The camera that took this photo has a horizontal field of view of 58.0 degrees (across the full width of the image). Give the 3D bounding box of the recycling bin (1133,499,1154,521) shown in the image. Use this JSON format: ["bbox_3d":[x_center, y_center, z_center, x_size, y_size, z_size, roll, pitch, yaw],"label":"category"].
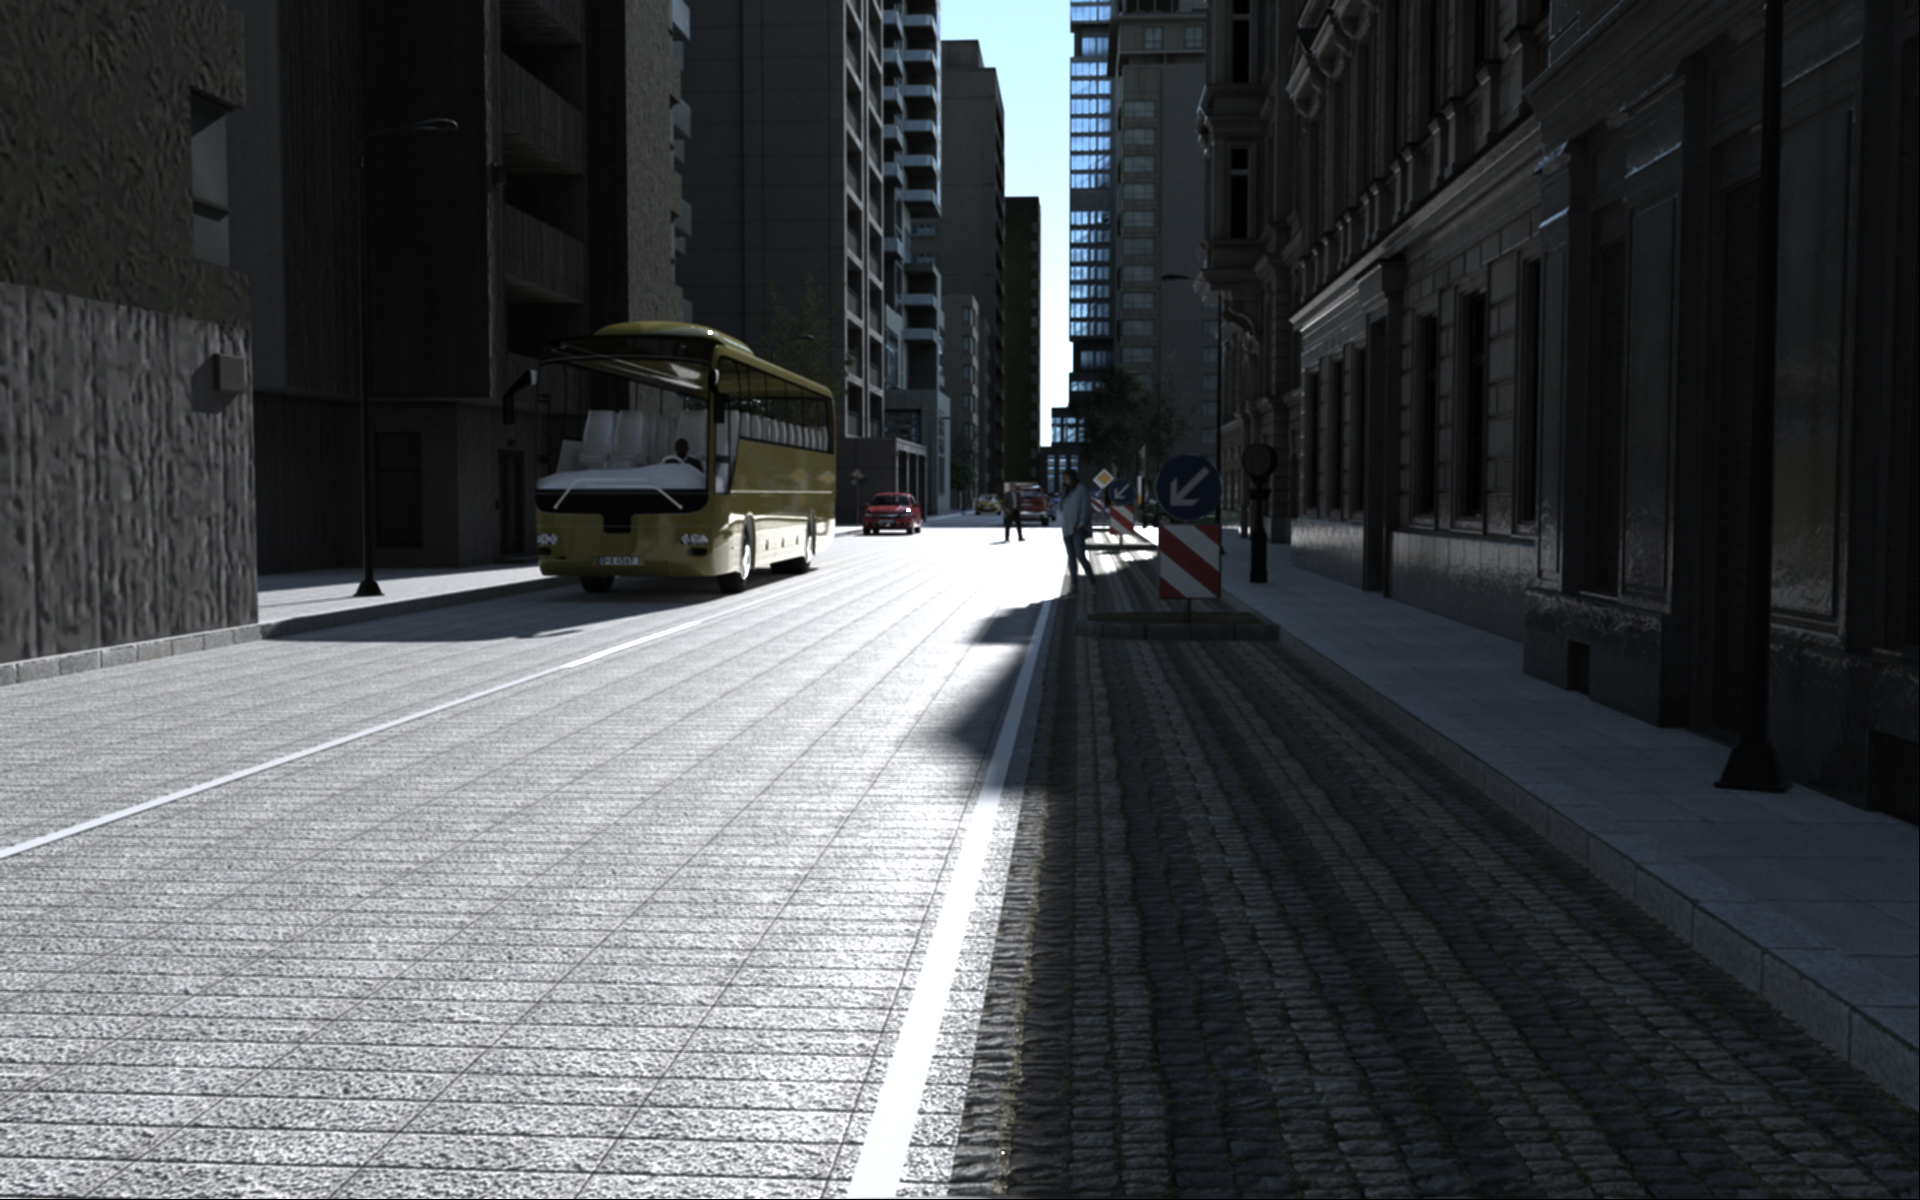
[{"bbox_3d":[8.624,-4.213,81.443,0.722,1.027,0.722,-3,5,-39],"label":"recycling bin"}]

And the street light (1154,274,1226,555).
[{"bbox_3d":[4.945,-3.926,36.732,1.470,5.913,1.316,0,4,4],"label":"street light"}]

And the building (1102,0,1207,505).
[{"bbox_3d":[27.981,-47.336,212.193,20.563,71.187,20.611,0,4,4],"label":"building"}]

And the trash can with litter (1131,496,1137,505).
[{"bbox_3d":[10.419,-5.498,101.282,0.624,1.170,1.055,-1,4,-18],"label":"trash can with litter"}]

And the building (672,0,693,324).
[{"bbox_3d":[-25.196,-26.808,57.921,30.456,49.044,23.786,0,4,4],"label":"building"}]

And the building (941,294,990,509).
[{"bbox_3d":[-11.697,-19.611,165.674,27.650,21.520,28.899,0,4,4],"label":"building"}]

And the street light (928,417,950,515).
[{"bbox_3d":[-1.274,-8.080,104.649,1.470,5.913,1.316,0,4,4],"label":"street light"}]

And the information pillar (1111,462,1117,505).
[{"bbox_3d":[11.399,-8.381,128.389,0.504,3.616,0.183,-2,4,-35],"label":"information pillar"}]

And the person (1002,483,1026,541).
[{"bbox_3d":[1.641,-2.659,52.379,0.661,1.777,0.834,-2,4,-35],"label":"person"}]

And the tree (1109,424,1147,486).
[{"bbox_3d":[15.265,-12.759,158.969,4.737,8.622,4.395,0,3,0],"label":"tree"}]

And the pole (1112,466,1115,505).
[{"bbox_3d":[11.159,-8.072,125.821,0.158,3.312,0.155,0,3,0],"label":"pole"}]

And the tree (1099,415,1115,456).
[{"bbox_3d":[13.243,-11.500,138.394,4.360,8.622,3.978,0,3,0],"label":"tree"}]

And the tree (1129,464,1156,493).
[{"bbox_3d":[11.835,-7.067,110.150,1.663,3.219,1.824,0,3,0],"label":"tree"}]

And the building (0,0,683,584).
[{"bbox_3d":[-13.768,-15.942,32.353,14.160,30.474,14.107,0,4,4],"label":"building"}]

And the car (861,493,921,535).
[{"bbox_3d":[-2.438,-3.272,62.536,2.155,1.783,4.494,0,4,4],"label":"car"}]

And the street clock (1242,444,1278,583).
[{"bbox_3d":[4.325,-1.251,25.026,0.471,2.002,0.358,2,4,35],"label":"street clock"}]

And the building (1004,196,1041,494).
[{"bbox_3d":[4.198,-34.049,240.295,14.086,41.232,14.154,0,4,4],"label":"building"}]

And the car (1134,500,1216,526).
[{"bbox_3d":[9.518,-3.557,69.948,4.920,1.459,2.131,0,4,2],"label":"car"}]

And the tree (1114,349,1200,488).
[{"bbox_3d":[10.284,-8.476,88.950,4.360,8.622,3.978,0,3,0],"label":"tree"}]

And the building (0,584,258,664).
[{"bbox_3d":[-14.439,-14.569,9.910,14.160,30.474,14.107,0,4,4],"label":"building"}]

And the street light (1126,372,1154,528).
[{"bbox_3d":[7.012,-5.719,66.046,1.470,5.913,1.316,0,4,4],"label":"street light"}]

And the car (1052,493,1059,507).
[{"bbox_3d":[9.375,-9.360,162.620,1.945,1.707,3.694,0,4,3],"label":"car"}]

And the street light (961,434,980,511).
[{"bbox_3d":[0.814,-9.889,134.218,1.470,5.913,1.316,0,4,4],"label":"street light"}]

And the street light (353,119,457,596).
[{"bbox_3d":[-6.928,-3.004,21.660,1.470,5.913,1.316,0,4,4],"label":"street light"}]

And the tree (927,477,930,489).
[{"bbox_3d":[-2.501,-6.477,100.501,1.663,3.219,1.824,0,3,0],"label":"tree"}]

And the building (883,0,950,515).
[{"bbox_3d":[-11.453,-49.396,120.291,22.319,86.520,31.000,0,4,4],"label":"building"}]

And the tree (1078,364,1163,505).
[{"bbox_3d":[14.019,-14.233,150.833,7.486,12.596,7.792,0,3,0],"label":"tree"}]

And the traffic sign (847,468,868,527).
[{"bbox_3d":[-3.979,-3.890,67.242,0.795,2.450,0.064,0,4,4],"label":"traffic sign"}]

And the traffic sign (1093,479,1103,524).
[{"bbox_3d":[6.093,-4.336,74.531,0.795,2.450,0.064,0,4,4],"label":"traffic sign"}]

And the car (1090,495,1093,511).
[{"bbox_3d":[9.924,-7.382,132.695,2.014,1.417,4.499,0,4,3],"label":"car"}]

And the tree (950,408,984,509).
[{"bbox_3d":[0.075,-12.029,147.030,4.360,8.622,3.978,0,3,0],"label":"tree"}]

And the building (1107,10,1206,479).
[{"bbox_3d":[30.415,-36.631,188.160,28.713,52.752,27.495,0,4,4],"label":"building"}]

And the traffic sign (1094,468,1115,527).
[{"bbox_3d":[5.541,-3.848,66.565,0.795,2.450,0.064,0,4,4],"label":"traffic sign"}]

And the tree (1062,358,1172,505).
[{"bbox_3d":[11.154,-11.290,119.006,7.601,10.594,8.767,2,4,33],"label":"tree"}]

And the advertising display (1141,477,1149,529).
[{"bbox_3d":[6.877,-3.614,64.304,0.123,1.923,0.974,1,4,16],"label":"advertising display"}]

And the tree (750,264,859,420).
[{"bbox_3d":[-5.342,-6.478,56.275,4.737,8.622,4.395,0,3,0],"label":"tree"}]

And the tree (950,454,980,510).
[{"bbox_3d":[-0.057,-9.651,141.506,4.285,4.588,4.351,0,3,0],"label":"tree"}]

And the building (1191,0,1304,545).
[{"bbox_3d":[13.882,-14.016,48.241,14.460,24.649,34.723,0,4,4],"label":"building"}]

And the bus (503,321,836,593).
[{"bbox_3d":[-4.101,-2.256,28.431,2.896,3.916,12.252,0,4,4],"label":"bus"}]

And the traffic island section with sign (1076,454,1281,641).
[{"bbox_3d":[2.194,-0.561,17.797,1.989,1.847,2.006,0,4,4],"label":"traffic island section with sign"}]

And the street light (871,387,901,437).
[{"bbox_3d":[-3.261,-6.267,75.015,1.470,5.913,1.316,0,4,4],"label":"street light"}]

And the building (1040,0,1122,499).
[{"bbox_3d":[26.973,-56.809,241.492,31.000,86.520,22.319,0,4,4],"label":"building"}]

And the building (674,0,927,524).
[{"bbox_3d":[-12.219,-39.477,83.708,20.563,71.187,20.611,0,4,4],"label":"building"}]

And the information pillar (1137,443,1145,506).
[{"bbox_3d":[8.367,-5.420,79.964,0.504,3.616,0.183,-3,5,-41],"label":"information pillar"}]

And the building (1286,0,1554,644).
[{"bbox_3d":[10.034,-9.581,21.275,10.561,19.102,19.286,0,4,4],"label":"building"}]

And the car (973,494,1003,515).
[{"bbox_3d":[1.956,-6.675,119.359,2.015,1.641,3.980,0,4,3],"label":"car"}]

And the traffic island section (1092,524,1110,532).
[{"bbox_3d":[5.565,-2.713,66.640,2.009,0.180,2.903,0,4,4],"label":"traffic island section"}]

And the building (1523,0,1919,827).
[{"bbox_3d":[8.092,-9.383,2.566,9.793,20.994,18.267,0,4,4],"label":"building"}]

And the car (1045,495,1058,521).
[{"bbox_3d":[4.331,-4.997,93.696,2.014,1.417,4.499,0,4,3],"label":"car"}]

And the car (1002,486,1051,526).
[{"bbox_3d":[3.024,-4.299,78.954,2.281,1.827,5.304,0,4,2],"label":"car"}]

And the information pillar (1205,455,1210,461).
[{"bbox_3d":[14.860,-6.892,104.039,0.183,3.616,0.504,-2,4,-25],"label":"information pillar"}]

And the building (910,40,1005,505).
[{"bbox_3d":[-6.235,-34.646,190.166,21.300,48.544,21.600,0,4,4],"label":"building"}]

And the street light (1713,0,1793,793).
[{"bbox_3d":[2.943,-2.136,7.471,1.470,5.913,1.316,0,4,4],"label":"street light"}]

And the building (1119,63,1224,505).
[{"bbox_3d":[22.587,-29.643,168.251,14.154,41.232,14.086,0,4,4],"label":"building"}]

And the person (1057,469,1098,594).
[{"bbox_3d":[1.692,-0.978,24.755,0.793,1.790,0.793,1,4,22],"label":"person"}]

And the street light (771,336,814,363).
[{"bbox_3d":[-4.990,-4.794,50.926,1.470,5.913,1.316,0,4,4],"label":"street light"}]
